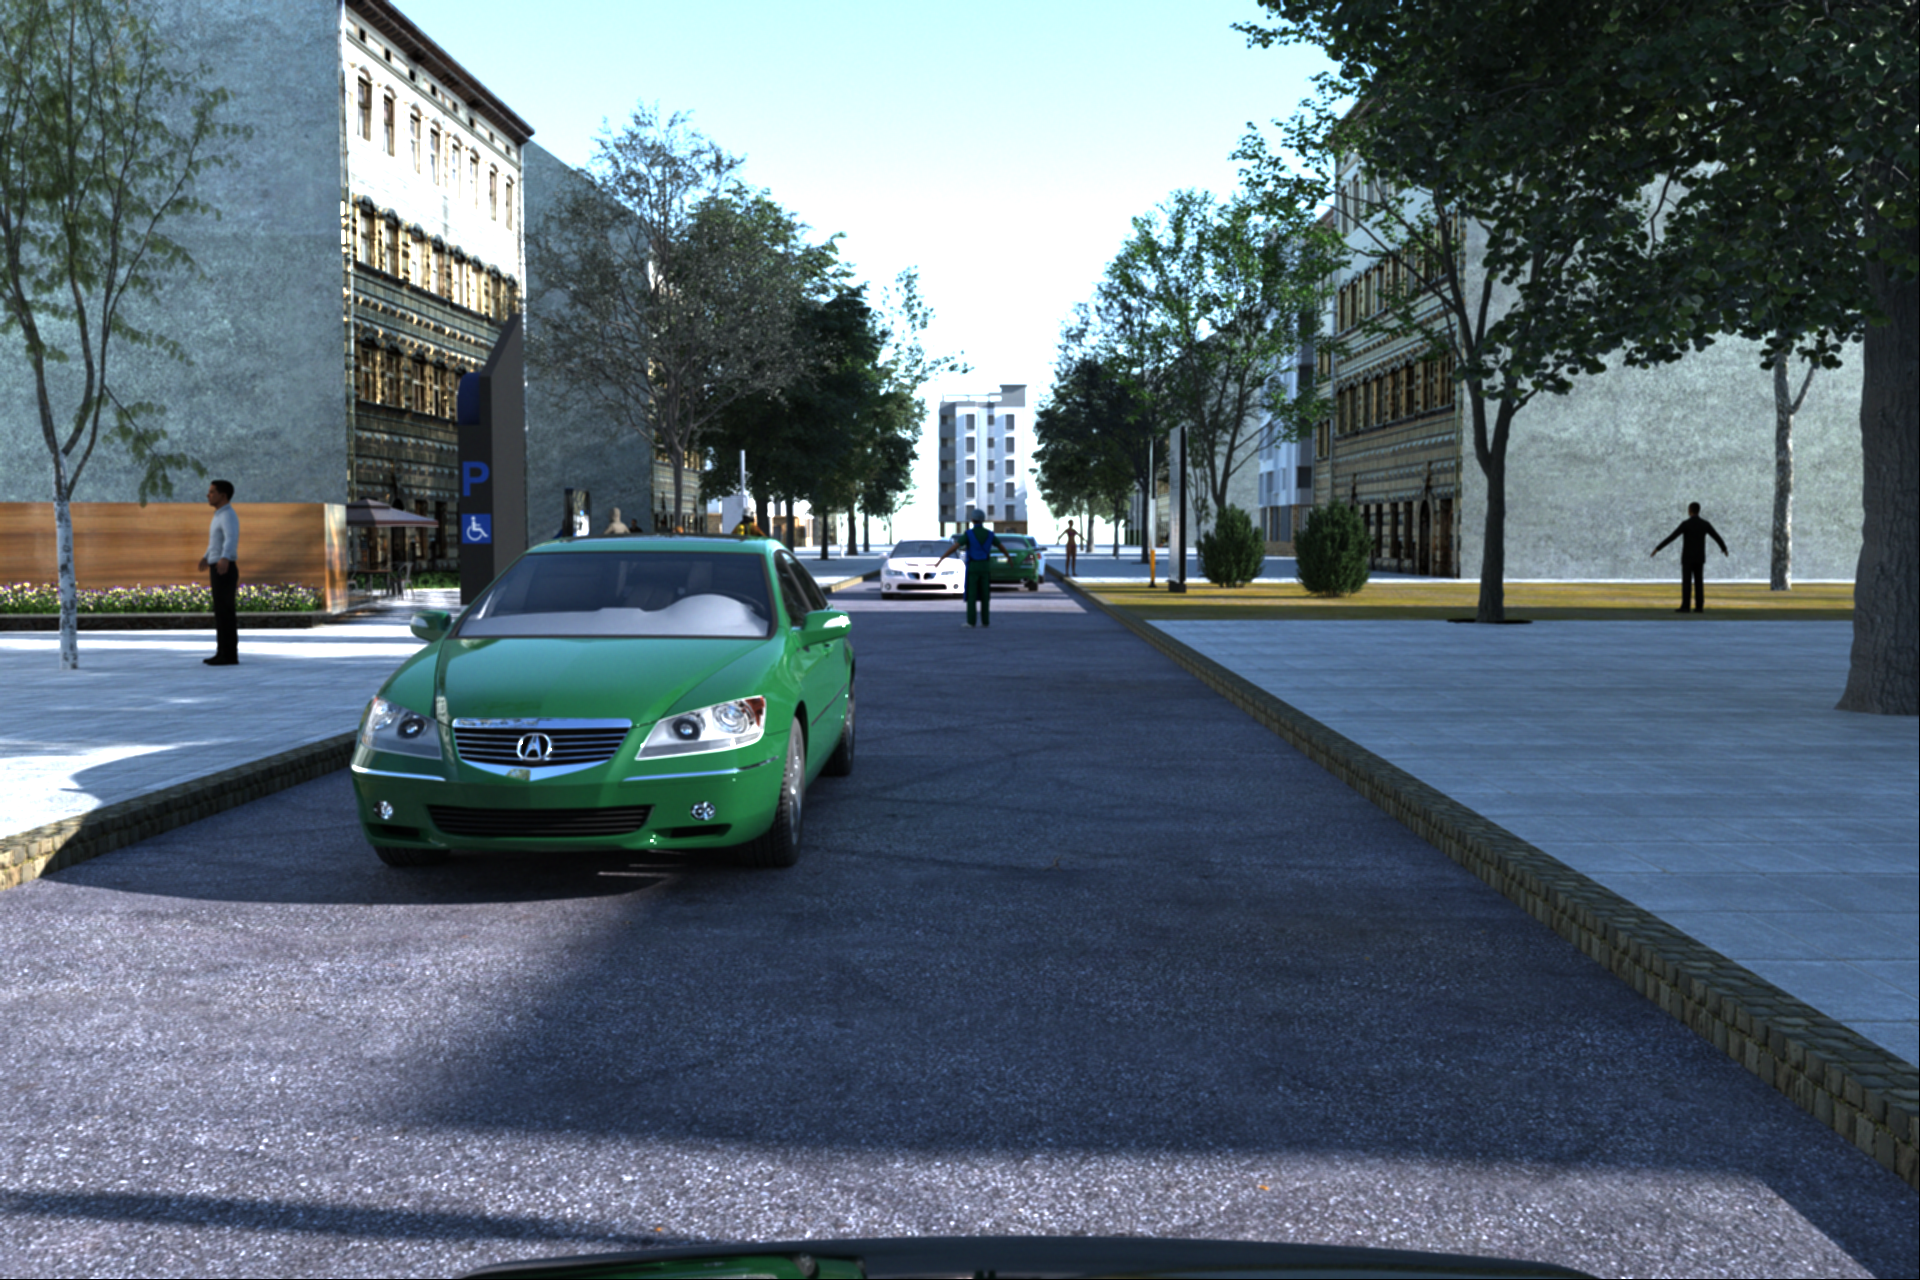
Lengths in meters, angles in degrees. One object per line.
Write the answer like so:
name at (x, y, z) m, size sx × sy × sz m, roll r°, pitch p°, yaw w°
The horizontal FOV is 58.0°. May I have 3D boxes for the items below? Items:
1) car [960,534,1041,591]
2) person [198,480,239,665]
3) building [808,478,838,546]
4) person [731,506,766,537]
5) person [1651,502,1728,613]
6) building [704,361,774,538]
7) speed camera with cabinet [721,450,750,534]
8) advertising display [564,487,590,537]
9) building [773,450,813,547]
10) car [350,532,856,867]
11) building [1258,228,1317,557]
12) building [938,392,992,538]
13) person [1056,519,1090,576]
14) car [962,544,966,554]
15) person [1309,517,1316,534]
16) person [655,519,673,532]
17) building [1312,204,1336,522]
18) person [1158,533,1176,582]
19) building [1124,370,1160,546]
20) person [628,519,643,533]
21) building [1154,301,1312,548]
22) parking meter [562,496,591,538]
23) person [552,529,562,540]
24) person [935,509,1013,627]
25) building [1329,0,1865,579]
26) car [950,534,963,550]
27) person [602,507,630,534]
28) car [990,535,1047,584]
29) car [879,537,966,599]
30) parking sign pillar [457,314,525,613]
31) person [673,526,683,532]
car at (1.069, -2.028, 44.951) m, size 2.131 × 1.459 × 4.920 m, roll 0°, pitch 3°, yaw 0°
person at (-7.284, -0.666, 17.052) m, size 0.704 × 1.810 × 1.344 m, roll -2°, pitch 4°, yaw -31°
building at (-24.183, -22.417, 197.443) m, size 19.493 × 23.208 × 18.063 m, roll 0°, pitch 4°, yaw 2°
person at (-4.296, -1.810, 35.366) m, size 1.354 × 1.858 × 0.705 m, roll 2°, pitch 4°, yaw 34°
person at (11.991, -1.354, 28.366) m, size 1.346 × 1.802 × 0.704 m, roll -1°, pitch 4°, yaw -8°
building at (-22.948, -18.092, 152.231) m, size 16.016 × 20.090 × 11.380 m, roll 0°, pitch 4°, yaw 1°
speed camera with cabinet at (-5.319, -2.893, 41.630) m, size 0.660 × 3.252 × 2.038 m, roll 0°, pitch 4°, yaw 0°
advertising display at (-5.376, -1.172, 24.375) m, size 0.123 × 1.923 × 0.974 m, roll 0°, pitch 4°, yaw 2°
building at (-20.939, -19.318, 172.275) m, size 16.016 × 20.090 × 11.380 m, roll 0°, pitch 4°, yaw 1°
car at (-1.576, 0.172, 8.981) m, size 2.131 × 1.459 × 4.920 m, roll 0°, pitch 4°, yaw 1°
building at (23.783, -15.337, 107.178) m, size 16.016 × 20.090 × 11.380 m, roll 0°, pitch 4°, yaw 1°
building at (-2.528, -22.254, 222.725) m, size 11.380 × 20.090 × 16.016 m, roll 0°, pitch 4°, yaw 5°
person at (3.434, -2.818, 52.870) m, size 1.217 × 1.733 × 0.721 m, roll -2°, pitch 4°, yaw -31°
car at (1.006, -5.861, 104.623) m, size 1.959 × 1.807 × 4.718 m, roll 0°, pitch 4°, yaw 1°
person at (11.064, -2.936, 53.866) m, size 0.705 × 1.847 × 1.347 m, roll 3°, pitch 5°, yaw 41°
person at (-10.344, -3.317, 60.509) m, size 1.348 × 1.796 × 0.705 m, roll -1°, pitch 4°, yaw -8°
building at (26.800, -15.055, 77.080) m, size 19.493 × 23.208 × 18.063 m, roll 0°, pitch 4°, yaw 1°
person at (5.746, -2.478, 46.456) m, size 0.705 × 1.837 × 1.347 m, roll 3°, pitch 4°, yaw 37°
building at (28.004, -20.047, 194.222) m, size 16.747 × 18.905 × 31.486 m, roll 0°, pitch 4°, yaw 1°
person at (-11.601, -3.394, 61.628) m, size 1.346 × 1.812 × 0.704 m, roll 1°, pitch 4°, yaw 17°
building at (28.598, -20.337, 163.440) m, size 19.493 × 23.208 × 18.063 m, roll 0°, pitch 4°, yaw 1°
parking meter at (-5.864, -1.274, 26.534) m, size 0.399 × 1.863 × 0.255 m, roll 0°, pitch 4°, yaw 3°
person at (-10.591, -2.517, 47.117) m, size 1.349 × 1.833 × 0.705 m, roll -3°, pitch 5°, yaw -40°
person at (0.257, -1.107, 26.689) m, size 1.347 × 1.817 × 0.704 m, roll -2°, pitch 4°, yaw -27°
building at (23.536, -13.865, 57.621) m, size 19.493 × 23.208 × 18.063 m, roll 0°, pitch 4°, yaw 1°
car at (0.041, -6.692, 121.218) m, size 2.131 × 1.459 × 4.920 m, roll 0°, pitch 4°, yaw 1°
person at (-6.932, -1.748, 34.702) m, size 0.705 × 1.813 × 1.348 m, roll 2°, pitch 4°, yaw 31°
car at (1.598, -2.404, 51.303) m, size 2.014 × 1.417 × 4.499 m, roll 0°, pitch 4°, yaw 1°
car at (-0.774, -1.660, 39.497) m, size 2.083 × 1.381 × 4.827 m, roll 0°, pitch 4°, yaw 1°
parking sign pillar at (-5.573, -1.967, 20.630) m, size 1.447 × 3.967 × 1.447 m, roll 0°, pitch 4°, yaw 2°
person at (-5.256, -1.437, 32.759) m, size 0.599 × 1.433 × 0.991 m, roll -3°, pitch 5°, yaw -40°
